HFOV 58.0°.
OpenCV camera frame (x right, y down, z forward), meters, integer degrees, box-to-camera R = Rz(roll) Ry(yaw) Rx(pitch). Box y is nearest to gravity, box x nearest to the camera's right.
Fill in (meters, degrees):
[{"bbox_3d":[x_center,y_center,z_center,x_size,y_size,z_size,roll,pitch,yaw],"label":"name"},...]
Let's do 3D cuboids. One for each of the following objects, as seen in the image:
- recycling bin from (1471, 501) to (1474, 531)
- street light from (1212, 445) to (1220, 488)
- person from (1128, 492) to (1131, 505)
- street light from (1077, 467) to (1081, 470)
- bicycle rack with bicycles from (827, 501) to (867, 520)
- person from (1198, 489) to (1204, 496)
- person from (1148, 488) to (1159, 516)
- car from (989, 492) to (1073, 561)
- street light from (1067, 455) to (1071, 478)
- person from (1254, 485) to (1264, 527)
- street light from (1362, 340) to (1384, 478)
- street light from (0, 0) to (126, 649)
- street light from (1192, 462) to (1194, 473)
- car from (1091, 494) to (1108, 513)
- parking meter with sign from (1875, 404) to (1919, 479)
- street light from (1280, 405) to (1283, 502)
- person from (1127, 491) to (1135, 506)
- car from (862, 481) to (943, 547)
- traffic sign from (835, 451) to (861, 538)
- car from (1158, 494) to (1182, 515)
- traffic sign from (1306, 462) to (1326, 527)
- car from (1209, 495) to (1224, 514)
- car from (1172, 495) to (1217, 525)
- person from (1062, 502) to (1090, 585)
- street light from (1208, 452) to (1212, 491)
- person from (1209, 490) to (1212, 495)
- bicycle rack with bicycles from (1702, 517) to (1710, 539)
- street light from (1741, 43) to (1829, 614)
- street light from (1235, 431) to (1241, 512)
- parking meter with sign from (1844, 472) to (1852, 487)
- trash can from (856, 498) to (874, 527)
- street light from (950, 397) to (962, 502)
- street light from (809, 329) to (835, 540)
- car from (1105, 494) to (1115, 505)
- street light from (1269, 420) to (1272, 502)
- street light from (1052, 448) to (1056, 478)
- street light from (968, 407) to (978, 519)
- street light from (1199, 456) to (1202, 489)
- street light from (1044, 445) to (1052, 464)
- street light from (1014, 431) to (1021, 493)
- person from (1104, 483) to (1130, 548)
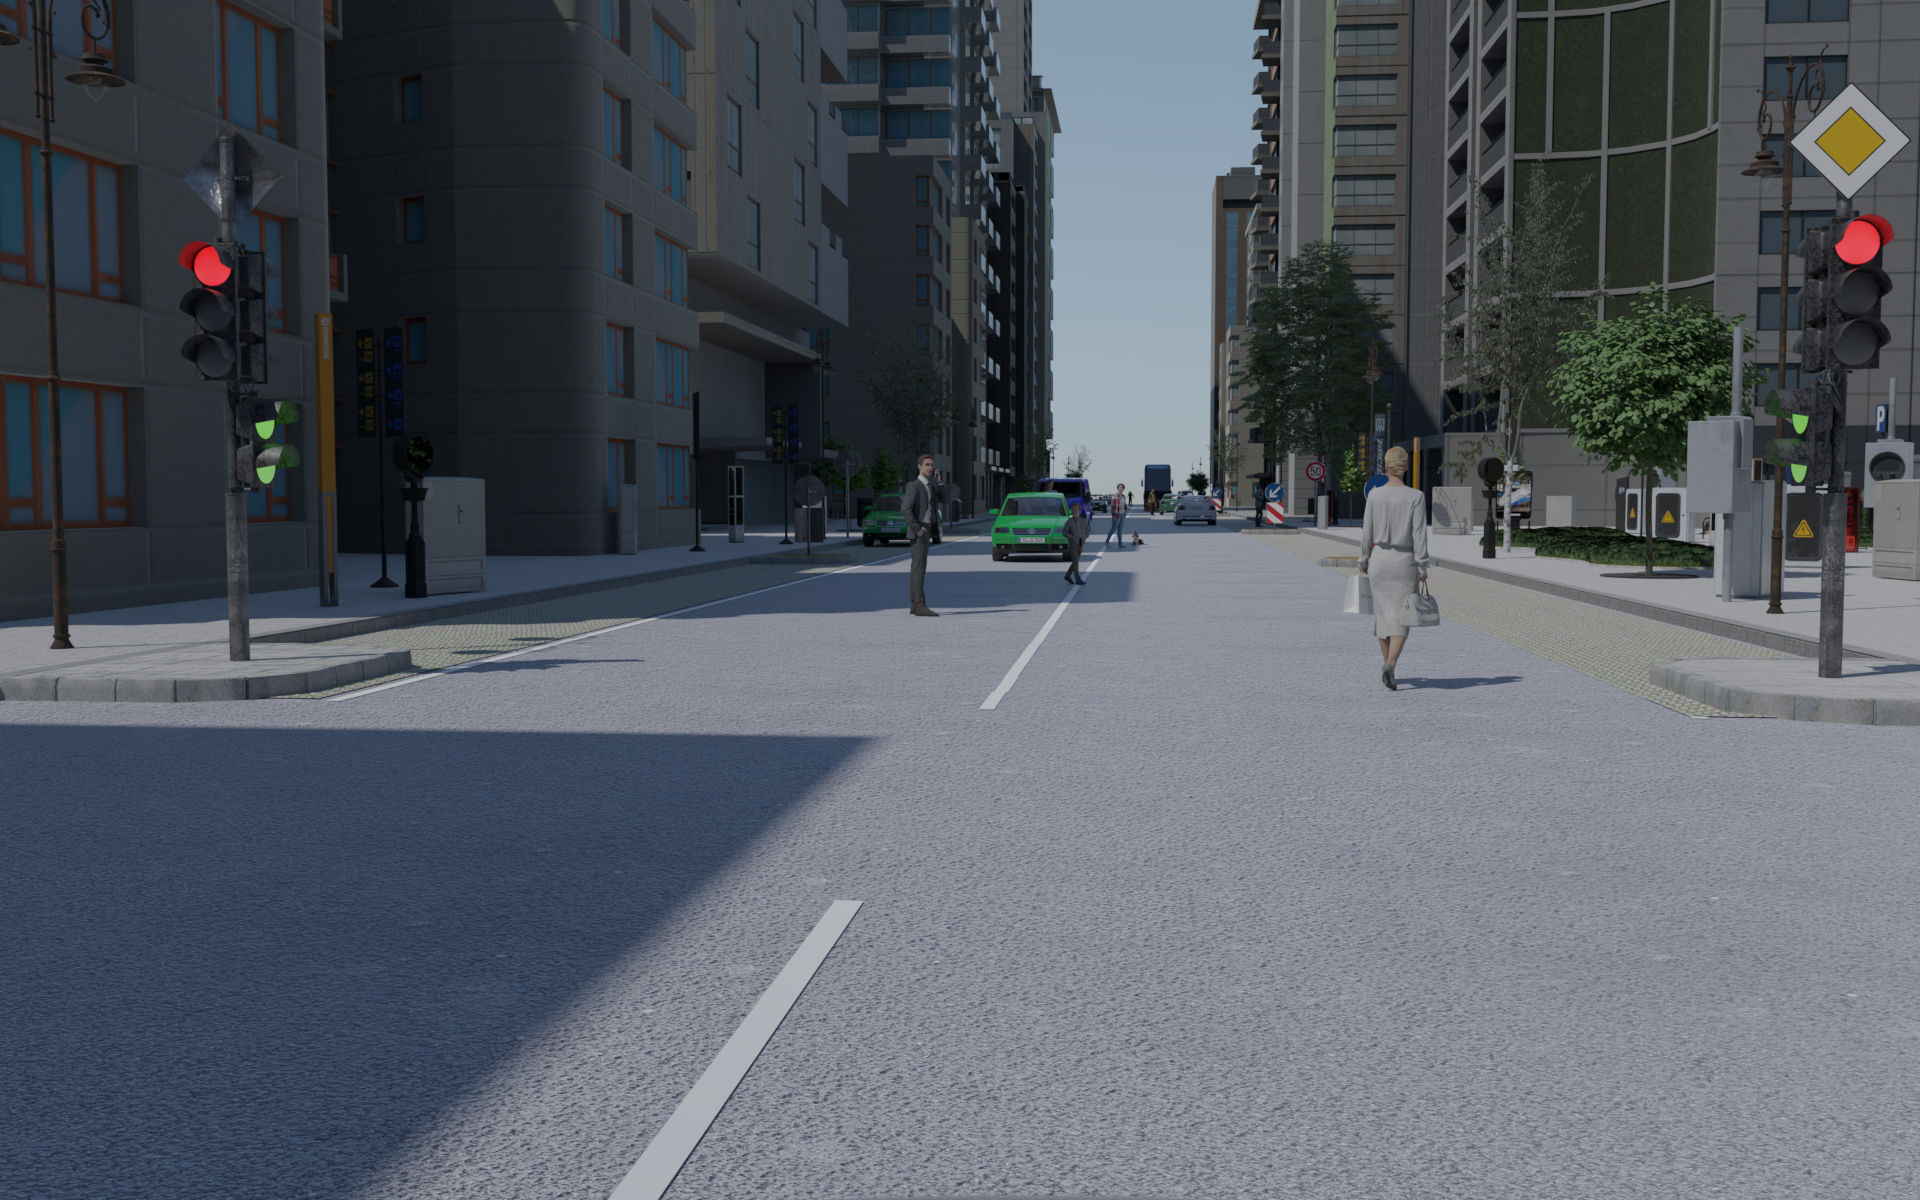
[{"bbox_3d":[17.470,-2.940,60.622,0.722,1.027,0.722,-2,4,-24],"label":"recycling bin"},{"bbox_3d":[23.950,-11.506,160.902,0.468,5.910,1.993,0,4,6],"label":"street light"},{"bbox_3d":[23.033,-13.802,234.878,0.721,1.735,1.217,0,4,-6],"label":"person"},{"bbox_3d":[16.477,-16.343,239.993,0.468,5.910,1.993,0,4,6],"label":"street light"},{"bbox_3d":[-5.451,-4.558,87.903,2.852,0.926,2.925,-1,4,-8],"label":"bicycle rack with bicycles"},{"bbox_3d":[18.338,-7.584,132.515,1.348,1.822,0.705,-3,4,-38],"label":"person"},{"bbox_3d":[12.765,-6.486,114.646,0.705,1.812,1.348,3,4,37],"label":"person"},{"bbox_3d":[1.661,-1.803,38.277,1.959,1.807,4.718,0,4,4],"label":"car"},{"bbox_3d":[12.922,-14.274,206.162,0.468,5.910,1.993,0,4,6],"label":"street light"},{"bbox_3d":[12.925,-4.044,74.798,0.473,1.802,0.592,1,4,23],"label":"person"},{"bbox_3d":[12.383,-4.850,52.079,0.468,5.910,1.993,0,4,6],"label":"street light"},{"bbox_3d":[-7.462,-2.534,14.212,0.468,5.910,1.993,0,4,6],"label":"street light"},{"bbox_3d":[32.851,-16.626,244.618,0.468,5.910,1.993,0,4,6],"label":"street light"},{"bbox_3d":[10.296,-7.450,131.591,2.009,1.686,4.222,0,4,7],"label":"car"},{"bbox_3d":[18.698,-2.277,33.495,1.738,3.016,0.543,1,4,9],"label":"parking meter with sign"},{"bbox_3d":[15.987,-6.935,86.172,0.468,5.910,1.993,0,4,6],"label":"street light"},{"bbox_3d":[20.648,-12.300,209.745,1.348,1.807,0.705,3,5,40],"label":"person"},{"bbox_3d":[-1.577,-2.417,48.314,1.959,1.807,4.718,0,4,7],"label":"car"},{"bbox_3d":[-3.305,-3.106,50.895,0.768,2.556,0.104,0,4,8],"label":"traffic sign"},{"bbox_3d":[14.606,-6.536,118.666,2.131,1.459,4.920,0,4,8],"label":"car"},{"bbox_3d":[13.971,-4.158,68.092,0.768,2.556,0.104,1,4,15],"label":"traffic sign"},{"bbox_3d":[17.793,-6.751,122.961,1.945,1.354,3.894,0,4,6],"label":"car"},{"bbox_3d":[10.946,-4.178,80.676,2.083,1.381,4.827,0,4,5],"label":"car"},{"bbox_3d":[1.845,-0.892,27.362,0.475,1.303,0.640,-2,4,-34],"label":"person"},{"bbox_3d":[25.517,-12.442,176.217,0.468,5.910,1.993,0,4,6],"label":"street light"},{"bbox_3d":[18.333,-7.145,126.266,0.436,1.711,0.756,0,4,1],"label":"person"},{"bbox_3d":[22.606,-2.178,48.990,2.925,0.926,2.852,-2,4,-24],"label":"bicycle rack with bicycles"},{"bbox_3d":[8.747,-2.790,18.409,0.468,5.910,1.993,0,4,6],"label":"street light"},{"bbox_3d":[20.365,-9.446,127.227,0.468,5.910,1.993,0,4,6],"label":"street light"},{"bbox_3d":[30.147,-3.858,59.344,1.738,3.016,0.543,1,4,20],"label":"parking meter with sign"},{"bbox_3d":[-3.663,-3.369,66.729,0.748,1.137,0.748,0,3,0],"label":"trash can"},{"bbox_3d":[-0.212,-6.704,82.402,0.468,5.910,1.993,0,4,6],"label":"street light"},{"bbox_3d":[-3.856,-4.645,48.733,0.468,5.910,1.993,0,4,6],"label":"street light"},{"bbox_3d":[17.931,-12.073,207.187,2.009,1.686,4.222,0,4,7],"label":"car"},{"bbox_3d":[16.793,-7.386,93.550,0.468,5.910,1.993,0,4,6],"label":"street light"},{"bbox_3d":[9.286,-12.214,172.492,0.468,5.910,1.993,0,4,6],"label":"street light"},{"bbox_3d":[0.678,-7.200,90.509,0.468,5.910,1.993,0,4,6],"label":"street light"},{"bbox_3d":[29.134,-14.502,209.889,0.468,5.910,1.993,0,4,6],"label":"street light"},{"bbox_3d":[7.862,-11.354,158.430,0.468,5.910,1.993,0,4,6],"label":"street light"},{"bbox_3d":[4.168,-9.280,124.516,0.468,5.910,1.993,0,4,6],"label":"street light"},{"bbox_3d":[4.220,-2.262,46.328,0.643,1.720,0.563,3,5,44],"label":"person"}]
